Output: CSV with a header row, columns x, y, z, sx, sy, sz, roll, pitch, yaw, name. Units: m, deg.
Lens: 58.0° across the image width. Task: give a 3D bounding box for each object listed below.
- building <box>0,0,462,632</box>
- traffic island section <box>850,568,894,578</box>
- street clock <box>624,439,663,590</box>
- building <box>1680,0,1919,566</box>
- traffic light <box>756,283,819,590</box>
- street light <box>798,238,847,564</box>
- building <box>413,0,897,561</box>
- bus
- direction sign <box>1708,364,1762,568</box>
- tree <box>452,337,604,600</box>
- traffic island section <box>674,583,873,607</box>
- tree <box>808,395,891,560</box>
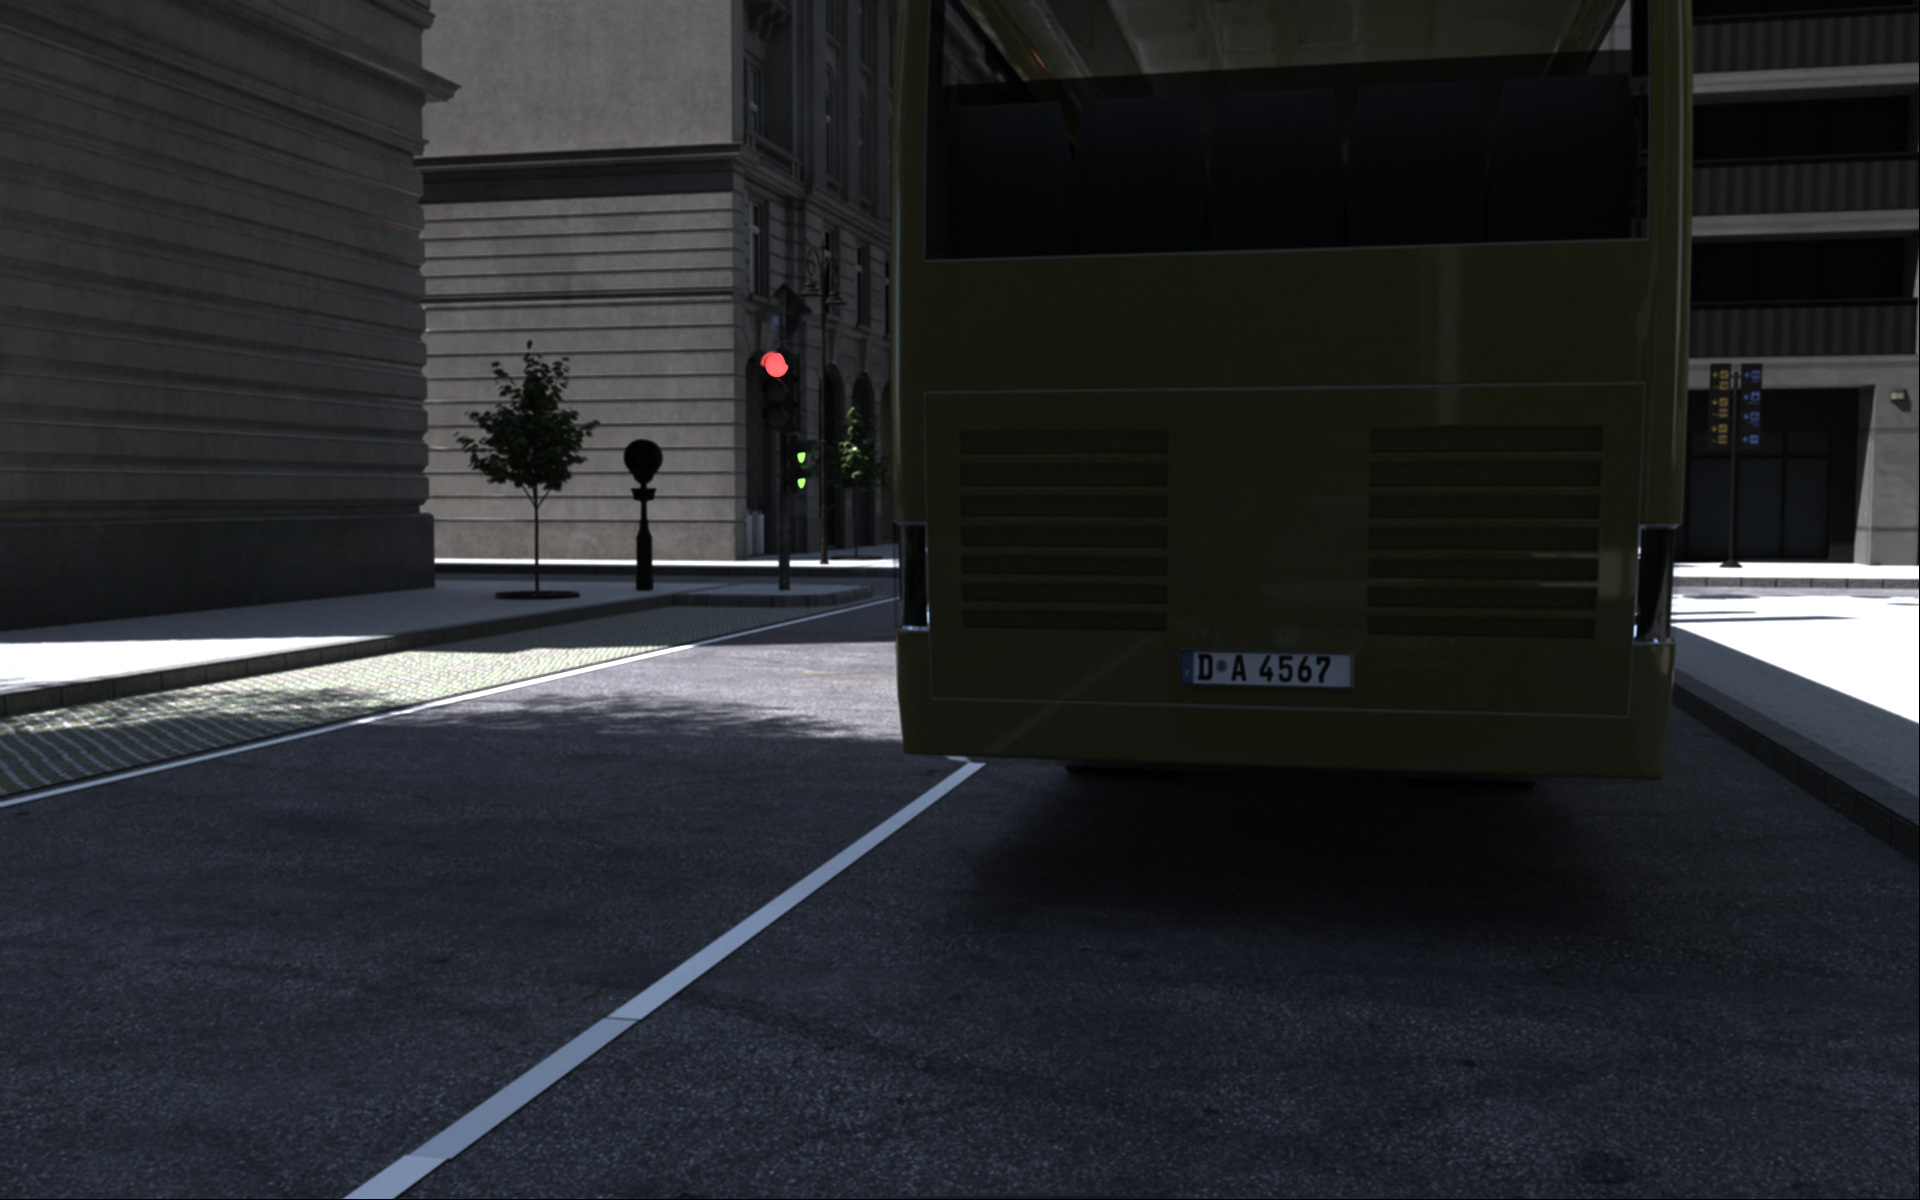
x,y,z,sx,sy,sz,roll,pitch,yaw,name
-17.278,-11.717,20.449,19.941,23.489,11.050,1,4,13,building
-0.618,-0.535,31.028,2.009,0.180,2.903,1,4,13,traffic island section
-4.217,-1.134,23.108,0.471,2.002,0.358,0,4,3,street clock
23.964,-36.652,37.512,20.611,71.187,20.563,1,4,13,building
-2.338,-2.090,23.094,0.839,4.253,0.868,1,4,13,traffic light
-2.487,-3.595,31.564,0.468,5.910,1.993,1,4,13,street light
-7.461,-12.423,44.912,13.314,21.916,24.055,1,4,13,building
2.316,-1.215,11.418,2.896,3.916,12.252,1,4,13,bus
13.467,-2.334,30.151,0.876,3.537,0.379,0,4,2,direction sign
-5.307,-1.652,21.606,1.663,3.219,1.824,0,3,0,tree
-2.375,-0.059,23.238,2.009,0.180,2.903,1,4,13,traffic island section
-1.945,-2.411,34.016,1.663,3.219,1.824,0,3,0,tree
